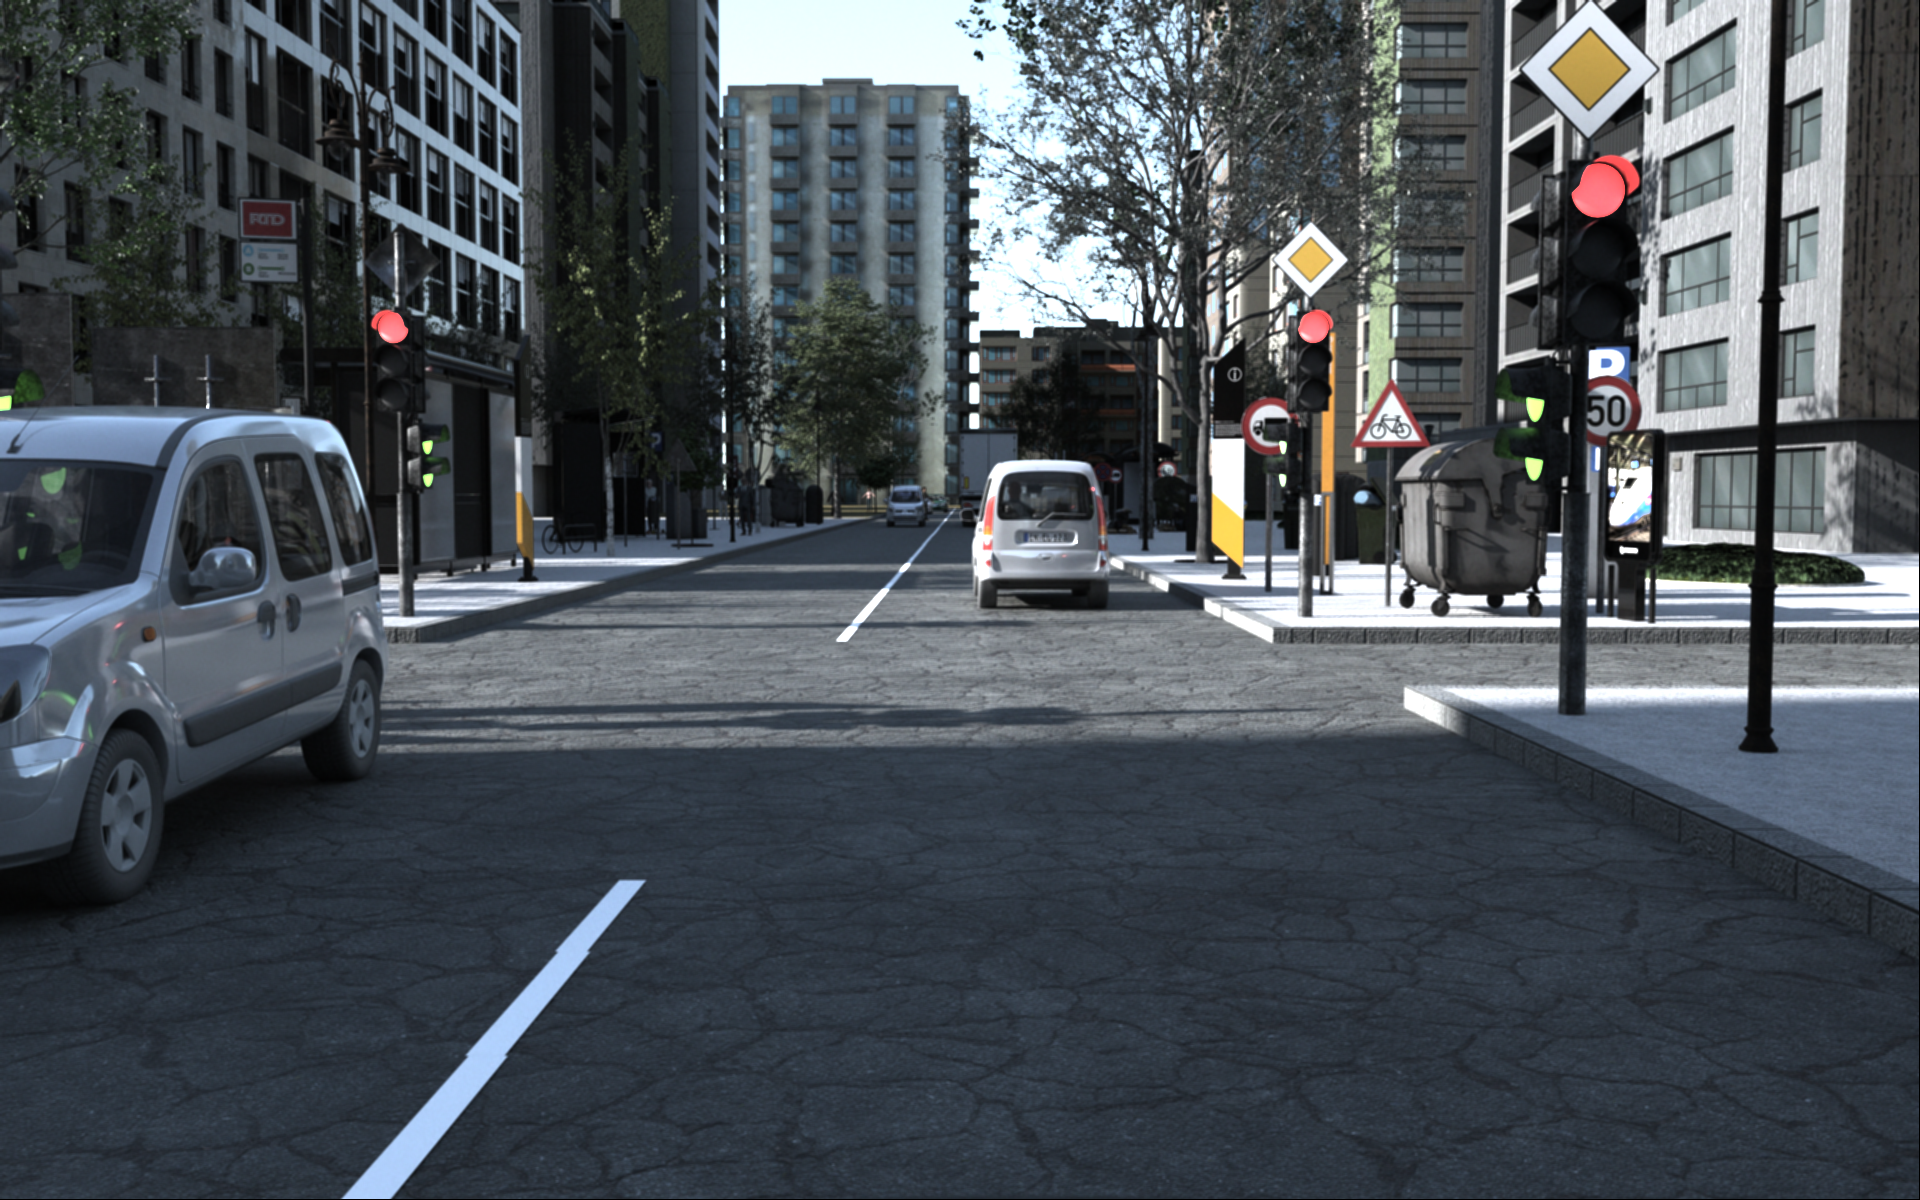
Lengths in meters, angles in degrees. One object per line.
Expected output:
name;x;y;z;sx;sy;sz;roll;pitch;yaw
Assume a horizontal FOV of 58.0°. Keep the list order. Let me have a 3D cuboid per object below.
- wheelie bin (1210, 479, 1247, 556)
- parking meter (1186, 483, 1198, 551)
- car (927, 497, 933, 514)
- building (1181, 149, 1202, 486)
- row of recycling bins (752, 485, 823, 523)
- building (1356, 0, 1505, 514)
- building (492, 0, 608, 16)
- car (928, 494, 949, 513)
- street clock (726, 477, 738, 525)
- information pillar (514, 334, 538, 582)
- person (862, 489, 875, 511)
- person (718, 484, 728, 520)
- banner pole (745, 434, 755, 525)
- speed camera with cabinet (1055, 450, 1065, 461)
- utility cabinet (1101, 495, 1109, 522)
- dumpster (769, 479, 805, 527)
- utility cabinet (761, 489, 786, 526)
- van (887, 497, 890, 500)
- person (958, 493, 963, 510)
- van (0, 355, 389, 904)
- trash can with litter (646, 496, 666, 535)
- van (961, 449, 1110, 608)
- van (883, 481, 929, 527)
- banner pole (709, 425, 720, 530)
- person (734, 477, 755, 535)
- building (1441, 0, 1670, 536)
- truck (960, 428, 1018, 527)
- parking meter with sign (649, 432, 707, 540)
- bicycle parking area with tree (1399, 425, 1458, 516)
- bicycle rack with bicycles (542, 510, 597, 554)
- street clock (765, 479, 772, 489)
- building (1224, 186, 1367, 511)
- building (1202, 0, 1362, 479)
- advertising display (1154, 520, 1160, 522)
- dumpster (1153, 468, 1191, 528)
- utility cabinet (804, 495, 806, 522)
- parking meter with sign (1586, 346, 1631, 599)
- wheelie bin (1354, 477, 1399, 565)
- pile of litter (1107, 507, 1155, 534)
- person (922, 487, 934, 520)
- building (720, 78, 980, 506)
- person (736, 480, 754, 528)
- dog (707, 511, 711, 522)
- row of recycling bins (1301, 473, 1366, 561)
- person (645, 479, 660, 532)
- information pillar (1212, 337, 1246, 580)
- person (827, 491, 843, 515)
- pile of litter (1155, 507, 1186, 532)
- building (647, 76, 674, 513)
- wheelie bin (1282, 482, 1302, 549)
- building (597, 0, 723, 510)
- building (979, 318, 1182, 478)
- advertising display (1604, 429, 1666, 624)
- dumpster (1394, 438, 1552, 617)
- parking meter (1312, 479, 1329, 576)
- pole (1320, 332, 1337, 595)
wheelie bin;5.450;-1.718;35.991;0.980;1.594;0.693;0;4;0
parking meter;5.264;-1.862;38.858;0.372;1.533;0.369;0;3;0
car;-2.947;-6.867;124.640;2.083;1.381;4.827;0;4;2
building;25.779;-23.018;148.047;14.160;30.474;14.107;0;4;0
row of recycling bins;-7.631;-4.244;76.499;3.534;1.692;1.069;2;4;25
building;27.013;-24.585;85.564;14.154;41.232;14.086;0;4;0
building;-26.656;-20.108;100.459;14.160;30.474;14.107;0;4;0
car;-1.865;-7.450;133.609;2.131;1.459;4.920;0;4;1
street clock;-9.599;-4.175;72.830;0.471;2.002;0.358;-1;4;-17
information pillar;-6.352;-2.073;25.252;0.183;3.616;0.504;0;4;6
person;-6.837;-7.543;130.083;1.217;1.736;0.721;2;4;25
person;-11.650;-4.805;85.153;0.519;1.759;0.362;0;4;1
banner pole;-8.627;-4.991;71.614;0.401;3.779;0.863;1;4;10
speed camera with cabinet;5.225;-5.360;81.974;2.038;3.252;0.660;0;4;2
utility cabinet;6.688;-4.231;80.345;0.306;1.237;1.020;1;4;11
dumpster;-6.727;-3.764;67.307;1.264;1.857;1.865;0;4;0
utility cabinet;-7.488;-3.710;69.337;0.318;1.500;1.173;2;4;35
van;-3.681;-6.410;111.807;2.013;2.044;4.112;0;4;0
person;0.220;-4.811;87.341;0.592;1.802;0.473;2;4;27
van;-3.776;-0.020;7.333;2.013;2.044;4.112;0;4;-2
trash can with litter;-9.664;-2.725;55.608;1.678;1.210;2.233;0;4;7
van;1.021;-0.984;23.106;2.013;2.044;4.112;0;4;-1
van;-2.380;-4.277;76.935;2.013;2.044;4.112;0;3;0
banner pole;-8.770;-4.421;62.307;0.401;3.779;0.863;-2;4;-28
person;-6.713;-2.918;53.925;0.661;1.801;0.590;0;4;3
building;29.025;-37.765;55.704;20.563;71.187;20.611;0;4;0
truck;1.340;-5.534;79.397;2.839;4.237;11.283;0;4;1
parking meter with sign;-7.973;-3.242;49.263;0.543;3.016;1.738;3;4;39
bicycle parking area with tree;20.780;-5.316;73.919;9.016;4.147;8.231;3;5;42
bicycle rack with bicycles;-9.306;-1.490;37.747;2.852;0.926;2.925;1;4;11
street clock;-8.960;-4.685;81.172;0.358;2.002;0.471;1;4;11
building;32.809;-16.326;111.972;27.650;21.520;28.899;0;4;0
building;26.413;-29.521;132.783;14.600;45.320;14.200;0;4;0
advertising display;8.663;-4.474;78.368;0.974;1.923;0.123;-1;4;-21
dumpster;7.849;-3.841;65.293;1.502;2.255;1.985;0;4;0
utility cabinet;-6.954;-4.148;78.983;0.306;1.237;1.020;-3;5;-41
parking meter with sign;8.007;-1.536;21.370;0.543;3.016;1.738;2;4;25
wheelie bin;7.630;-1.460;31.785;0.693;1.594;0.980;2;4;33
pile of litter;5.155;-2.554;55.730;1.176;0.858;1.719;-3;5;-43
person;-1.931;-5.283;94.889;0.705;1.823;1.348;3;5;43
building;-12.956;-35.631;202.181;30.456;49.044;23.786;0;4;0
person;-8.141;-3.634;65.487;0.654;1.822;0.581;0;4;0
dog;-11.797;-3.840;79.608;0.406;0.507;0.540;3;5;40
row of recycling bins;7.568;-1.690;34.744;1.069;1.692;3.534;1;4;22
person;-10.357;-3.118;57.510;0.782;1.767;0.515;-1;4;-13
information pillar;4.051;-2.120;26.014;0.504;3.616;0.183;1;4;19
person;-7.476;-5.948;103.847;0.990;1.755;0.434;0;4;2
pile of litter;7.263;-2.770;59.257;1.719;0.858;1.176;-2;4;-30
building;-27.168;-20.969;114.543;14.160;30.474;14.107;0;4;0
wheelie bin;7.924;-1.982;40.315;0.980;1.594;0.693;2;4;32
building;-34.467;-36.791;143.529;28.212;58.520;21.231;0;4;0
building;16.730;-22.005;204.814;28.899;21.520;27.650;0;4;0
advertising display;6.824;-0.755;17.558;0.123;1.923;0.974;0;4;-6
dumpster;5.527;-0.792;18.707;1.264;1.857;1.865;0;4;0
parking meter;5.647;-1.146;27.153;0.372;1.533;0.369;0;3;0
pole;4.684;-1.723;22.009;0.158;3.312;0.155;0;3;0
